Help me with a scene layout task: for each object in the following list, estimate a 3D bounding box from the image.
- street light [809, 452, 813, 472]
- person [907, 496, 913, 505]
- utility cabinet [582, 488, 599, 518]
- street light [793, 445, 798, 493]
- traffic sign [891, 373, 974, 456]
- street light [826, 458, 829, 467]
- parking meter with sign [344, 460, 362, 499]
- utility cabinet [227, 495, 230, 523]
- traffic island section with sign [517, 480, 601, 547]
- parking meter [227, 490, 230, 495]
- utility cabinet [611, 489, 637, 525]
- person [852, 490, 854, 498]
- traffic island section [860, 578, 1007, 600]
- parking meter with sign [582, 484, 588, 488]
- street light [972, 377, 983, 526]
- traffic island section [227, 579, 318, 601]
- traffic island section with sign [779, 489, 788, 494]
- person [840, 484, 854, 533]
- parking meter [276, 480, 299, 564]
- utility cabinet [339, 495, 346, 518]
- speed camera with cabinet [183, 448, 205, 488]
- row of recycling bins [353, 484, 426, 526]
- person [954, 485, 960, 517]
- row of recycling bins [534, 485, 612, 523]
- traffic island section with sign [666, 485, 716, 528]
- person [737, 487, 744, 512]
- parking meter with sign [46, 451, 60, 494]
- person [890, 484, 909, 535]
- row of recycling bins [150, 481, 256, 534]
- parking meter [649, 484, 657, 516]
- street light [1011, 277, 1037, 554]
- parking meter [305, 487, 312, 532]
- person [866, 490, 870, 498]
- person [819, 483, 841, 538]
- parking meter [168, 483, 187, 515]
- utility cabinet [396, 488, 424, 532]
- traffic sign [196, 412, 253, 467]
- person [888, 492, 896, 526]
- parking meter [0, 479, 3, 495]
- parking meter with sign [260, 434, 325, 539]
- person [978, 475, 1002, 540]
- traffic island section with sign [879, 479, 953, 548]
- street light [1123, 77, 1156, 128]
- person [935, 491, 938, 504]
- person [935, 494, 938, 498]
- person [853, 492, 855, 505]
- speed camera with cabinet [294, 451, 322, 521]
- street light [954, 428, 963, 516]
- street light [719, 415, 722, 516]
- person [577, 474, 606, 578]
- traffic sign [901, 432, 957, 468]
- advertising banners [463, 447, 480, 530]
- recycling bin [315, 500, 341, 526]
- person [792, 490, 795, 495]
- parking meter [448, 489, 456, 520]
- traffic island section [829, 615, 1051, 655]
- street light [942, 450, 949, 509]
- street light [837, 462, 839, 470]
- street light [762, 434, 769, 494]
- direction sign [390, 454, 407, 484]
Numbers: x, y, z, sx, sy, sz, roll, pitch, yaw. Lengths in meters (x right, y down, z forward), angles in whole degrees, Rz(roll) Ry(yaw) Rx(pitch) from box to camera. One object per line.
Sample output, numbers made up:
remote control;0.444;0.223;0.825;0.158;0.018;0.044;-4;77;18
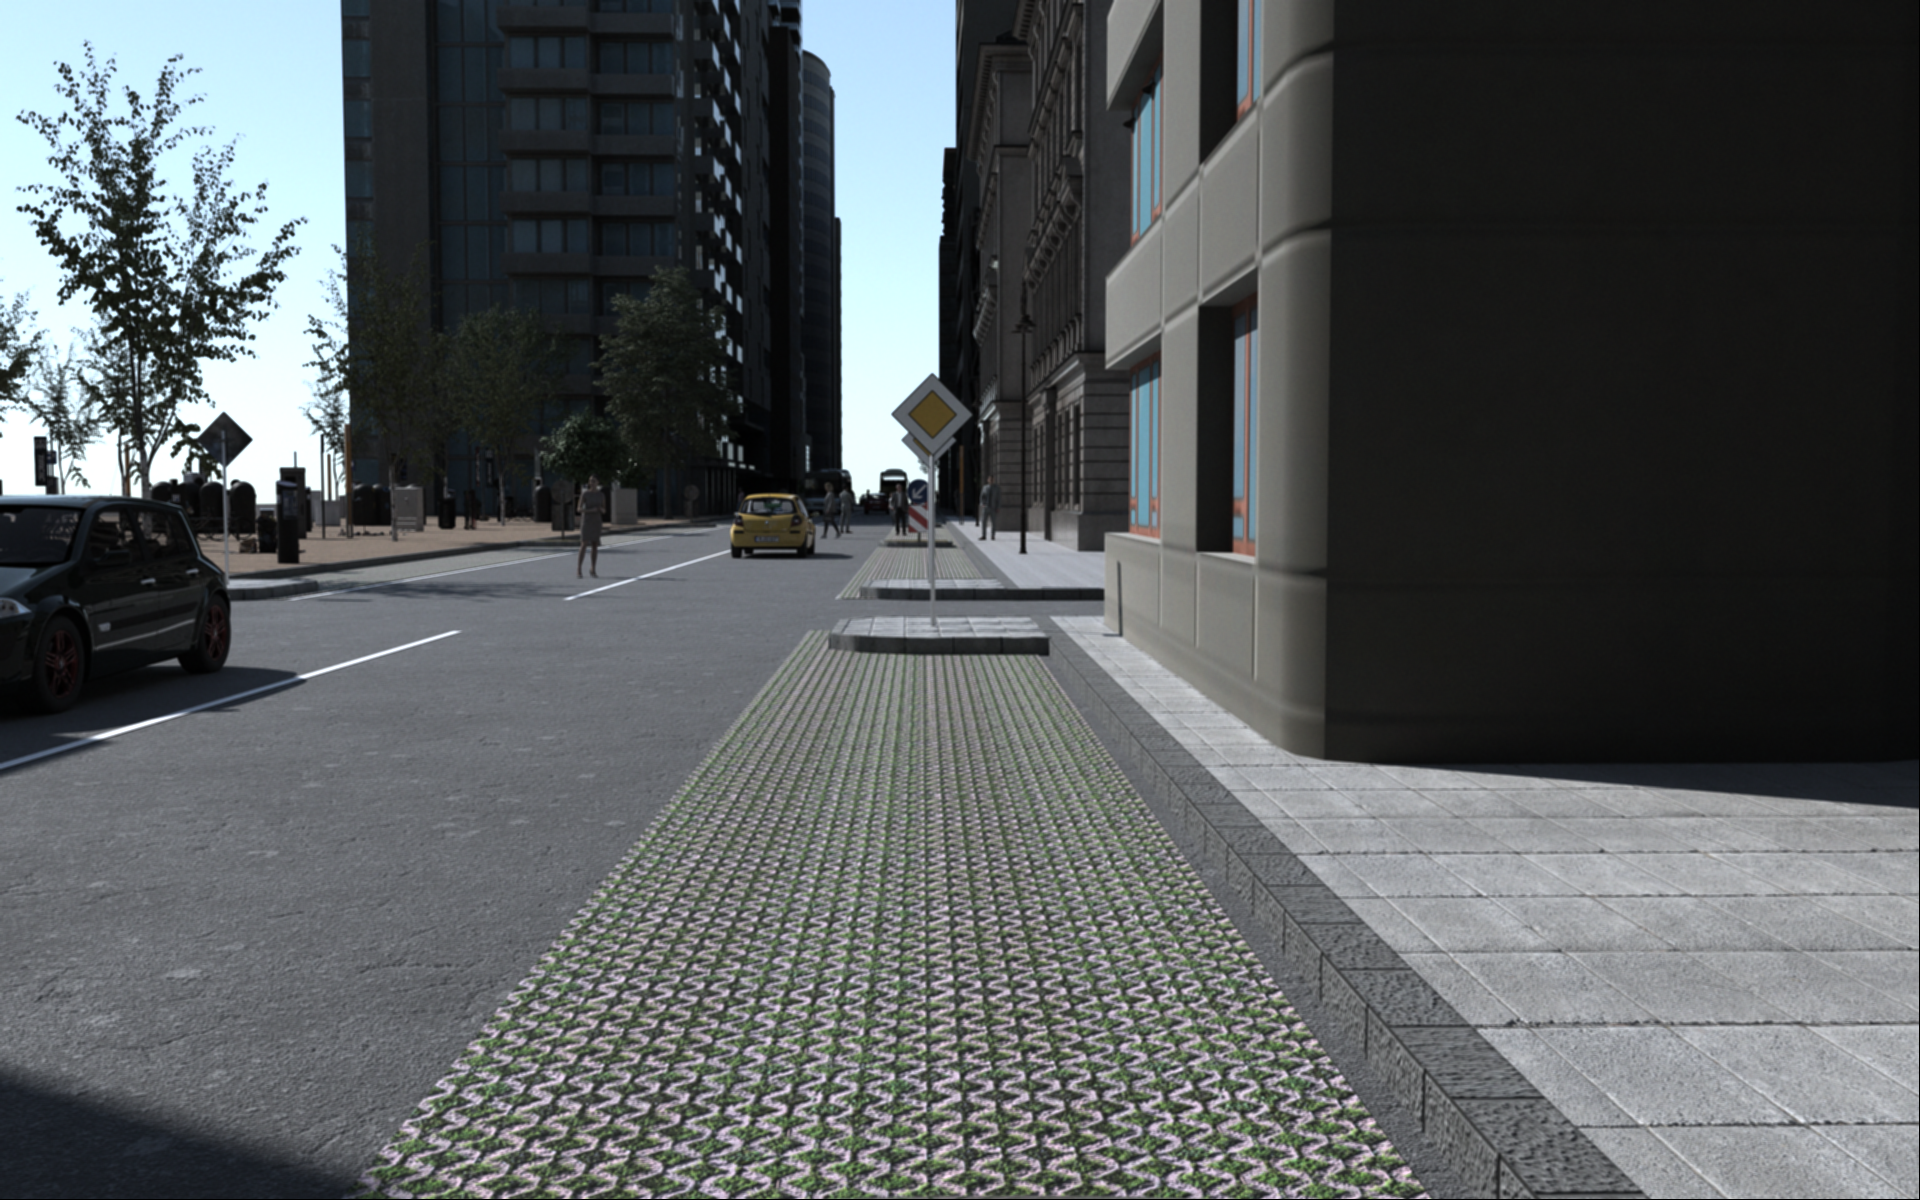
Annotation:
street light;-15.849;-12.947;184.472;0.468;5.910;1.993;0;4;-1
person;-3.583;-7.577;132.324;1.348;1.831;0.705;-1;4;-12
utility cabinet;-18.149;-4.720;85.852;1.173;1.500;0.318;0;4;6
street light;-15.481;-11.589;162.267;0.468;5.910;1.993;0;4;-1
traffic sign;-0.244;-0.890;16.736;0.795;2.593;0.064;0;4;-1
street light;-16.548;-14.846;215.517;0.468;5.910;1.993;0;4;-1
parking meter with sign;-31.558;-5.763;90.490;0.543;3.016;1.738;0;4;0
utility cabinet;-32.180;-4.009;76.716;1.020;1.237;0.306;1;4;9
traffic island section with sign;-10.938;-2.377;47.489;1.989;1.847;2.006;0;4;-1
parking meter;-41.171;-5.448;97.493;0.372;1.533;0.369;0;3;0
utility cabinet;-13.652;-3.773;70.367;0.318;1.500;1.173;2;4;35
person;-11.019;-10.257;176.213;0.705;1.823;1.348;-1;4;-12
traffic island section;-0.395;-0.154;24.802;2.009;0.180;2.903;0;4;-1
parking meter with sign;-16.162;-4.824;75.125;0.543;3.016;1.738;-1;4;-22
street light;0.695;-5.876;68.863;0.468;5.910;1.993;0;4;-1
traffic island section;-10.434;-0.141;24.589;2.009;0.180;2.903;0;4;-1
traffic island section with sign;-12.609;-7.061;124.071;1.989;1.847;2.006;0;4;-1
person;-4.159;-3.363;63.665;0.511;1.800;0.466;1;4;20
parking meter;-12.455;-1.447;32.078;0.372;1.533;0.369;0;3;0
utility cabinet;-32.800;-4.941;91.950;0.306;1.237;1.020;-1;4;-16
speed camera with cabinet;-33.344;-4.884;74.196;0.660;3.252;2.038;1;4;22
row of recycling bins;-23.547;-3.933;71.421;1.069;1.692;3.534;2;4;29
person;-0.139;-5.444;95.387;0.599;1.781;0.374;-3;5;-44
row of recycling bins;-17.490;-4.349;78.224;3.534;1.692;1.069;0;4;1
traffic island section with sign;-11.530;-4.025;74.437;1.989;1.847;2.006;0;4;-1
person;-12.449;-5.480;98.102;0.555;1.821;0.388;3;4;38
parking meter with sign;-36.726;-4.519;70.145;0.543;3.016;1.738;-1;4;-19
person;-2.064;-3.105;59.667;0.661;1.777;0.834;-1;4;-12
row of recycling bins;-24.787;-3.032;56.691;3.534;1.692;1.069;0;4;5
parking meter;-17.639;-5.742;99.589;0.399;1.863;0.255;2;4;32
street light;1.360;-3.936;37.143;0.468;5.910;1.993;0;4;-1
parking meter;-22.268;-3.088;58.901;0.372;1.533;0.369;0;3;0
person;-8.897;-9.798;168.325;0.705;1.869;1.348;0;4;1
person;-4.173;-2.879;55.756;0.728;1.800;0.709;-1;4;-14
parking meter;-17.824;-1.900;39.474;0.372;1.533;0.369;0;3;0
utility cabinet;-18.661;-3.050;58.549;1.173;1.500;0.318;2;4;32
traffic sign;-10.411;-1.366;24.523;0.795;2.593;0.064;0;4;-1
person;-3.023;-4.144;78.844;0.503;1.515;0.523;1;4;10
parking meter;-38.293;-3.861;68.832;0.255;1.863;0.399;3;4;36
parking meter with sign;-19.223;-3.278;49.853;1.738;3.016;0.543;-2;4;-24
person;0.846;-2.585;48.412;0.635;1.810;0.391;1;4;9
traffic island section with sign;-1.209;-2.350;47.048;1.989;1.847;2.006;0;4;-1
street light;1.806;-2.639;15.933;0.468;5.910;1.993;0;4;-1
person;-2.933;-13.147;221.710;0.721;1.735;1.217;0;4;-3
person;-3.134;-14.001;235.680;0.721;1.735;1.217;-1;4;-13
person;-13.735;-13.033;222.258;0.551;1.740;0.621;-2;4;-34
speed camera with cabinet;-30.671;-5.286;80.770;0.660;3.252;2.038;1;4;17
street light;-0.011;-7.749;99.478;0.468;5.910;1.993;0;4;-1
street light;-14.042;-7.854;101.195;0.468;5.910;1.993;0;4;-1
person;-6.329;-1.279;29.748;0.599;1.781;0.374;-2;4;-33
traffic sign;-0.418;-1.378;24.719;0.795;2.593;0.064;0;4;-1
advertising banners;-17.773;-4.095;63.141;0.090;3.025;2.074;0;4;0
recycling bin;-25.344;-3.478;69.412;0.722;1.027;0.722;3;4;37
person;-12.079;-7.114;125.728;0.530;1.710;0.541;1;4;17
parking meter;-25.538;-4.807;87.012;0.372;1.533;0.369;0;3;0
traffic island section;-0.221;0.334;16.819;2.009;0.180;2.903;0;4;-1
street light;-1.635;-12.432;176.050;0.468;5.910;1.993;0;4;-1
street light;-17.330;-16.738;246.452;0.468;5.910;1.993;0;4;-1
street light;-14.783;-9.709;131.536;0.468;5.910;1.993;0;4;-1
direction sign;-31.448;-6.425;97.052;0.876;3.537;0.379;-2;4;-24
